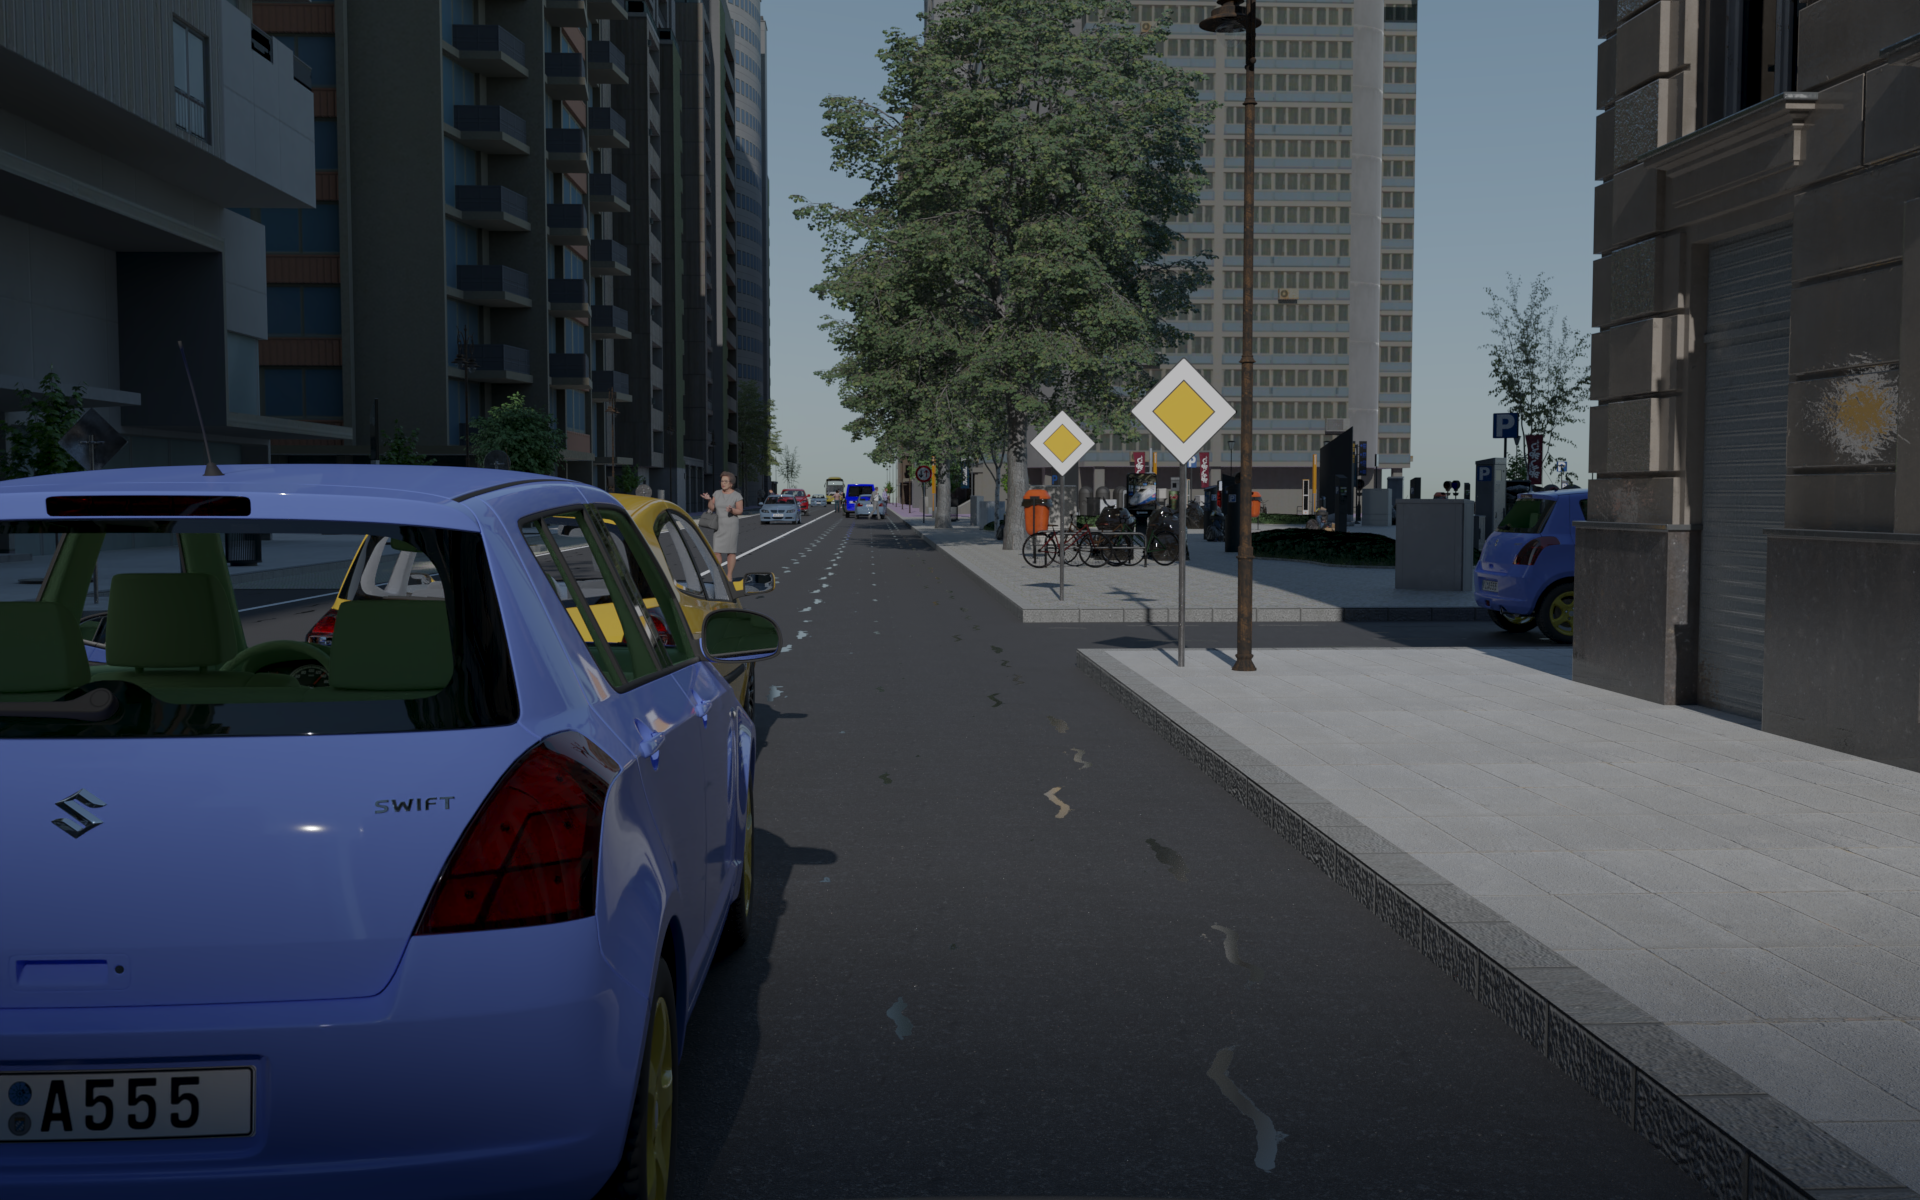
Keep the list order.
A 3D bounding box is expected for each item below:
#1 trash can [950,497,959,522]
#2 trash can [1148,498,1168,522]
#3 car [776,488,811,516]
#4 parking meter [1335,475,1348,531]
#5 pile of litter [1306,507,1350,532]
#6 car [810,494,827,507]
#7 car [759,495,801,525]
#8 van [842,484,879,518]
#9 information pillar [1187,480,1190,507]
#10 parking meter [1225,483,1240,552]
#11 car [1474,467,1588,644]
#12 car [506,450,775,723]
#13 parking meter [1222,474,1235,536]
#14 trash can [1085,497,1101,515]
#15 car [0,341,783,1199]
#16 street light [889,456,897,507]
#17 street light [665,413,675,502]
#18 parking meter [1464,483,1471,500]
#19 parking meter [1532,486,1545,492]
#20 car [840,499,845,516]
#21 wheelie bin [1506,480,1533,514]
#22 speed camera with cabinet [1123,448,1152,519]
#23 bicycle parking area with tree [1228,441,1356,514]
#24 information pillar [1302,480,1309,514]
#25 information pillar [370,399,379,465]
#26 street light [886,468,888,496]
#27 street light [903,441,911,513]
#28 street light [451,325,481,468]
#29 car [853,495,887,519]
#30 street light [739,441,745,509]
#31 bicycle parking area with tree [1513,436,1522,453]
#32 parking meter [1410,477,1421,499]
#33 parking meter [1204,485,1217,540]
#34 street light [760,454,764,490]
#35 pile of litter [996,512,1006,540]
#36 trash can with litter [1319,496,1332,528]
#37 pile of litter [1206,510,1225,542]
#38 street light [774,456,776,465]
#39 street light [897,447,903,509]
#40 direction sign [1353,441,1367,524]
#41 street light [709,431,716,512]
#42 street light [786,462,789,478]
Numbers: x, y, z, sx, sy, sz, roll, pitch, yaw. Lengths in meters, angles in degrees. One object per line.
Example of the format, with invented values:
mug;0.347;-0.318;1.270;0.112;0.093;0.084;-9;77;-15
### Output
trash can;-0.394;-4.189;80.148;0.748;1.137;0.748;0;3;0
trash can;6.950;-3.024;61.093;0.748;1.137;0.748;0;3;0
car;-11.017;-6.471;114.473;2.281;1.827;5.304;0;4;-5
parking meter;11.458;-2.836;52.079;0.255;1.863;0.399;-1;4;-11
pile of litter;12.179;-2.659;57.439;1.719;0.858;1.176;-1;4;-11
car;-15.785;-11.071;193.015;2.014;1.417;4.499;0;4;-5
car;-8.530;-4.313;82.518;2.014;1.417;4.499;0;4;-2
van;-6.039;-6.174;105.324;2.240;2.365;5.245;0;4;-3
information pillar;11.387;-5.070;87.389;0.304;2.012;0.304;2;4;31
parking meter;6.043;-1.825;38.252;0.372;1.533;0.369;0;3;0
car;7.102;-0.473;17.330;3.694;1.707;1.945;0;4;-1
car;-1.976;0.091;8.731;2.015;1.641;3.980;0;4;-3
parking meter;7.709;-2.689;49.678;0.399;1.863;0.255;0;4;5
trash can;6.173;-4.194;80.219;0.748;1.137;0.748;0;3;0
car;-1.439;0.319;4.377;1.945;1.707;3.694;0;4;-3
street light;-7.728;-13.884;199.783;0.468;5.910;1.993;0;4;-3
street light;-16.201;-7.594;96.953;0.468;5.910;1.993;0;4;-3
parking meter;25.560;-4.991;87.318;0.255;1.863;0.399;0;4;4
parking meter;17.638;-2.716;52.818;0.372;1.533;0.369;0;3;0
car;-7.036;-6.509;116.211;2.009;1.686;4.222;0;4;-3
wheelie bin;12.490;-1.894;38.867;0.980;1.594;0.693;1;4;12
speed camera with cabinet;7.799;-4.956;75.366;0.660;3.252;2.038;-1;4;-22
bicycle parking area with tree;17.210;-6.511;93.451;8.231;4.147;9.016;1;4;11
information pillar;17.637;-5.134;88.425;0.304;2.012;0.304;0;4;4
information pillar;-14.417;-3.141;42.713;0.183;3.616;0.504;-2;4;-33
street light;-9.202;-15.564;227.261;0.468;5.910;1.993;0;4;-3
street light;-3.372;-8.775;116.253;0.468;5.910;1.993;0;4;-3
street light;-13.486;-4.563;47.397;0.468;5.910;1.993;0;4;-3
car;-5.175;-5.353;99.521;2.014;1.417;4.499;0;4;-3
street light;-18.994;-10.933;151.543;0.468;5.910;1.993;0;4;-3
bicycle parking area with tree;29.876;-6.014;85.328;8.231;4.147;9.016;0;4;8
parking meter;15.806;-3.329;60.148;0.255;1.863;0.399;-1;4;-14
parking meter;7.045;-2.466;48.723;0.372;1.533;0.369;0;3;0
street light;-20.538;-12.675;180.028;0.468;5.910;1.993;0;4;-3
pile of litter;1.661;-2.107;48.414;1.176;0.858;1.719;3;5;41
trash can with litter;13.767;-3.328;65.476;1.678;1.210;2.233;0;4;7
pile of litter;7.231;-2.019;46.972;1.176;0.858;1.719;2;4;32
street light;-22.002;-14.334;207.143;0.468;5.910;1.993;0;4;-3
street light;-4.791;-10.469;143.952;0.468;5.910;1.993;0;4;-3
direction sign;16.938;-5.011;73.934;0.876;3.537;0.379;-1;4;-13
street light;-17.692;-9.267;124.310;0.468;5.910;1.993;0;4;-3
street light;-23.323;-16.010;234.548;0.468;5.910;1.993;0;4;-3
